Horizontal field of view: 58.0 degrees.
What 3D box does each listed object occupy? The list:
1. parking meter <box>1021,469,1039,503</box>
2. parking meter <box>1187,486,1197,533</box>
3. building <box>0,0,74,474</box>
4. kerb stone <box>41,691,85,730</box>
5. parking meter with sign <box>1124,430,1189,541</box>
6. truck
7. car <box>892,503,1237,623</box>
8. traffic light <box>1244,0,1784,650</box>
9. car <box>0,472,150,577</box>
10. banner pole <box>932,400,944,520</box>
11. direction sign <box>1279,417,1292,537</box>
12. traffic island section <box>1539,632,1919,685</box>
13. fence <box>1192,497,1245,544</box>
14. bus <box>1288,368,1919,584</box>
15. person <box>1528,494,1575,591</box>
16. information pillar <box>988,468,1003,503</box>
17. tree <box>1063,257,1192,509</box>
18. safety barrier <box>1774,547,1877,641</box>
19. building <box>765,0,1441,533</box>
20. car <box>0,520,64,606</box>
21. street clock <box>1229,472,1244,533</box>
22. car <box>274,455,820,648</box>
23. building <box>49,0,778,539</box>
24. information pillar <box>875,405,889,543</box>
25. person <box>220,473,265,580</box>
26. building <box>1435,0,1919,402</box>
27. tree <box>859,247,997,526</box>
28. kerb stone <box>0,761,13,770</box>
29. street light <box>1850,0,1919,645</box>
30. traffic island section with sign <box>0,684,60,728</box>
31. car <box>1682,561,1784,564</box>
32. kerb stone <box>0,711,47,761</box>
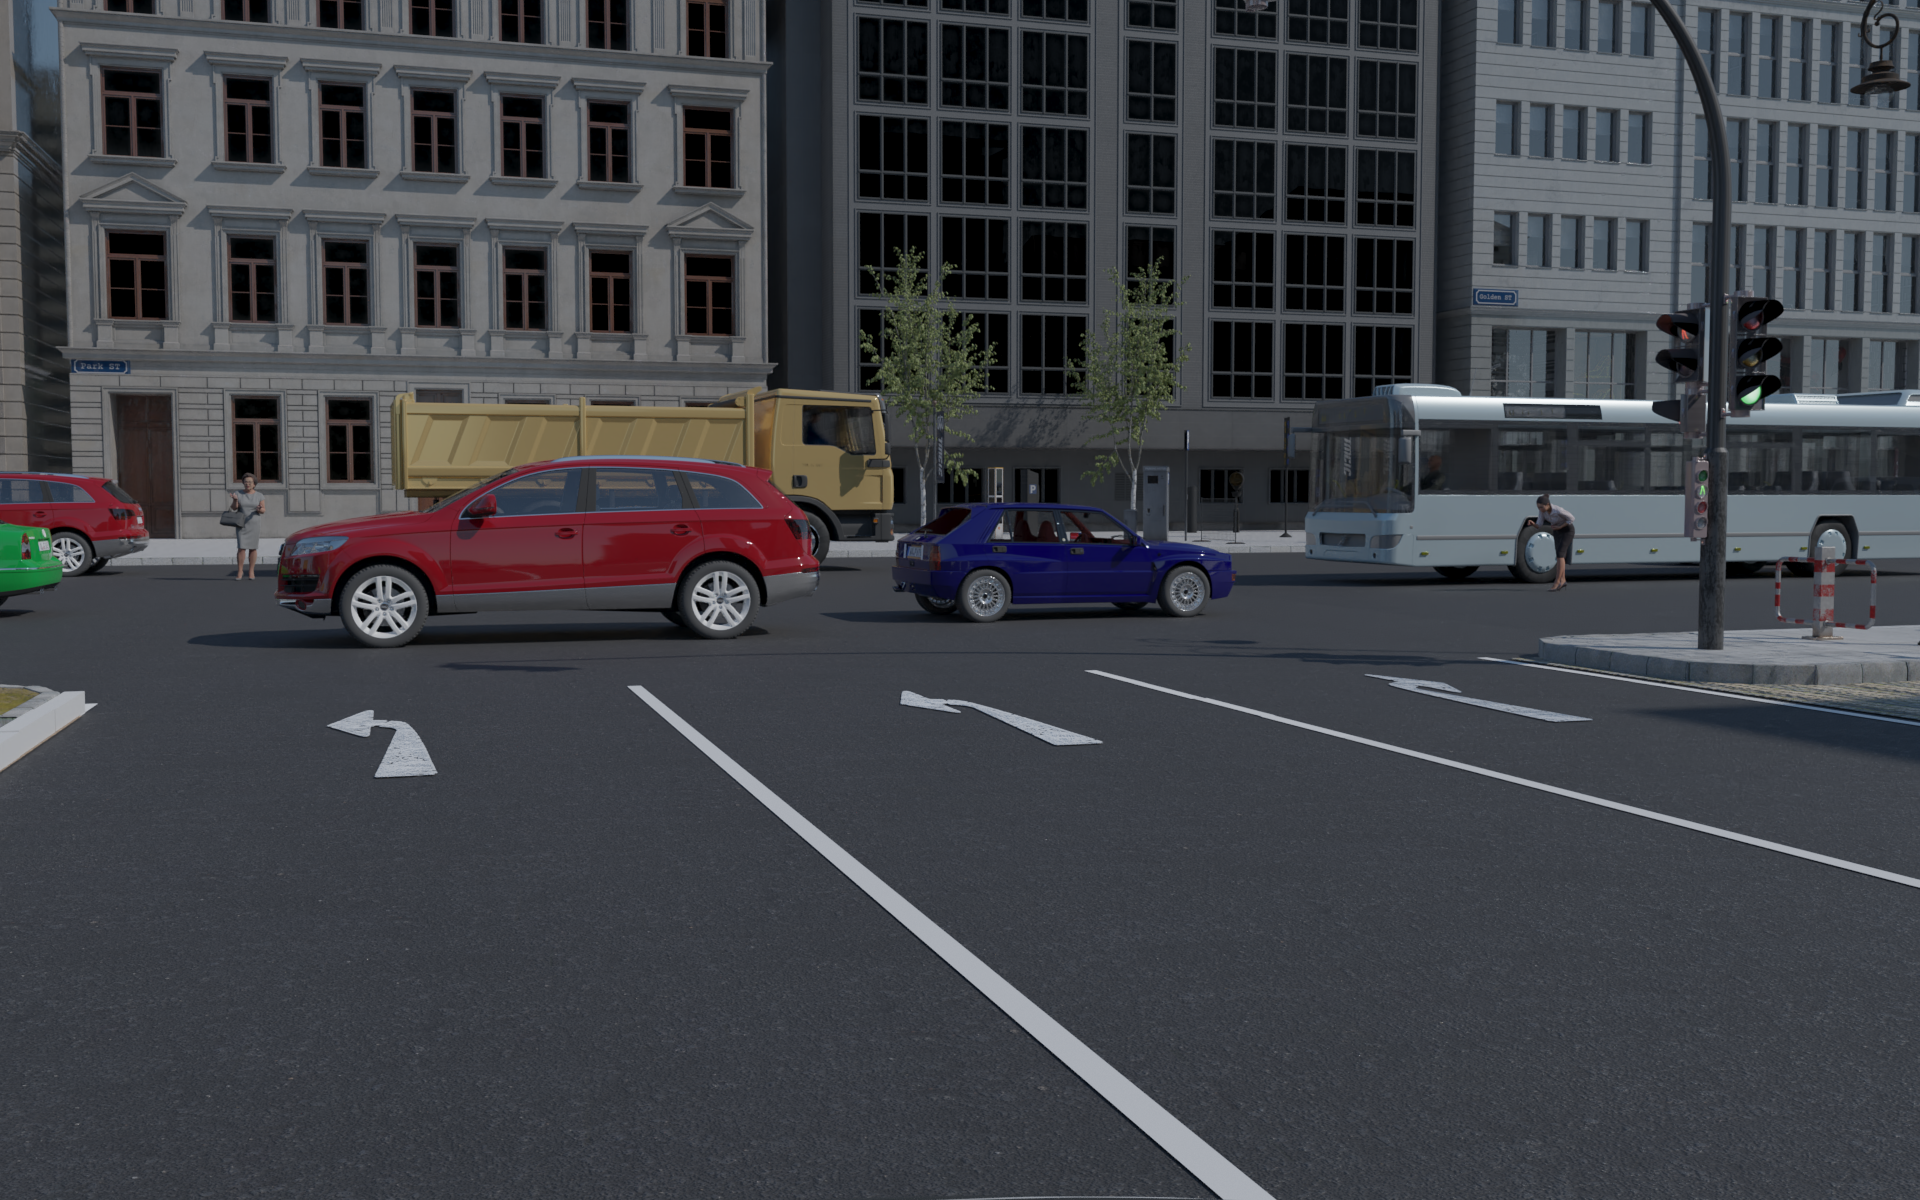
[{"bbox_3d":[1.667,-2.180,41.347,0.399,1.863,0.255,-3,4,-38],"label":"parking meter"},{"bbox_3d":[7.650,-2.988,57.258,0.372,1.533,0.369,0,3,0],"label":"parking meter"},{"bbox_3d":[-39.138,-15.392,48.915,25.104,27.353,12.463,-1,4,-18],"label":"building"},{"bbox_3d":[-5.631,0.702,10.840,0.120,0.150,1.000,-1,4,-18],"label":"kerb stone"},{"bbox_3d":[5.364,-3.130,47.434,1.738,3.016,0.543,1,4,12],"label":"parking meter with sign"},{"bbox_3d":[-5.313,-2.205,31.974,9.791,3.379,3.469,-1,4,-20],"label":"truck"},{"bbox_3d":[1.235,-0.481,20.449,3.894,1.354,1.945,-1,4,-19],"label":"car"},{"bbox_3d":[4.214,-2.373,13.459,4.771,5.953,1.251,-1,4,-18],"label":"traffic light"},{"bbox_3d":[-17.126,-1.323,30.308,5.304,1.827,2.281,-1,4,-17],"label":"car"},{"bbox_3d":[-0.584,-3.433,46.142,0.401,3.779,0.863,-2,4,-25],"label":"banner pole"},{"bbox_3d":[9.657,-3.623,51.240,0.379,3.537,0.876,0,4,2],"label":"direction sign"},{"bbox_3d":[6.220,0.484,14.360,2.009,0.180,2.903,-1,4,-18],"label":"traffic island section"},{"bbox_3d":[6.795,-2.101,45.556,0.480,1.192,2.264,-1,4,-17],"label":"fence"},{"bbox_3d":[11.521,-2.126,29.614,13.247,3.499,2.948,-1,4,-20],"label":"bus"},{"bbox_3d":[8.721,-0.846,25.525,0.628,1.438,0.799,2,4,23],"label":"person"},{"bbox_3d":[0.986,-2.669,48.133,0.304,2.012,0.304,-3,5,-43],"label":"information pillar"},{"bbox_3d":[5.382,-6.352,54.215,4.737,8.622,4.395,0,3,0],"label":"tree"},{"bbox_3d":[7.611,-0.060,15.260,0.300,0.817,1.120,-1,4,-18],"label":"safety barrier"},{"bbox_3d":[4.156,-16.517,63.559,24.014,27.812,14.314,-1,4,-18],"label":"building"},{"bbox_3d":[-13.024,-0.683,19.964,4.718,1.807,1.959,-1,4,-16],"label":"car"},{"bbox_3d":[9.194,-3.243,57.586,0.471,2.002,0.358,1,4,22],"label":"street clock"},{"bbox_3d":[-4.076,-0.538,17.465,5.304,1.827,2.281,-1,4,-18],"label":"car"},{"bbox_3d":[-16.881,-13.408,55.380,21.152,22.565,11.583,-1,4,-18],"label":"building"},{"bbox_3d":[-2.146,-3.327,45.755,0.504,3.616,0.183,0,4,1],"label":"information pillar"},{"bbox_3d":[-11.903,-1.217,28.759,0.716,1.782,0.532,-2,4,-26],"label":"person"},{"bbox_3d":[30.551,-17.931,70.666,29.804,29.767,11.434,-1,4,-18],"label":"building"},{"bbox_3d":[-1.048,-6.176,51.339,4.737,8.622,4.395,0,3,0],"label":"tree"},{"bbox_3d":[-4.996,0.819,8.883,0.120,0.150,1.000,-1,4,-18],"label":"kerb stone"},{"bbox_3d":[8.223,-2.552,14.508,0.468,5.910,1.993,-1,4,-18],"label":"street light"},{"bbox_3d":[-6.635,-0.145,10.501,2.006,1.907,1.989,-1,4,-18],"label":"traffic island section with sign"},{"bbox_3d":[16.340,-1.538,35.366,3.980,1.641,2.015,-1,4,-18],"label":"car"},{"bbox_3d":[-5.315,0.755,9.858,0.120,0.150,1.000,-1,4,-18],"label":"kerb stone"}]
